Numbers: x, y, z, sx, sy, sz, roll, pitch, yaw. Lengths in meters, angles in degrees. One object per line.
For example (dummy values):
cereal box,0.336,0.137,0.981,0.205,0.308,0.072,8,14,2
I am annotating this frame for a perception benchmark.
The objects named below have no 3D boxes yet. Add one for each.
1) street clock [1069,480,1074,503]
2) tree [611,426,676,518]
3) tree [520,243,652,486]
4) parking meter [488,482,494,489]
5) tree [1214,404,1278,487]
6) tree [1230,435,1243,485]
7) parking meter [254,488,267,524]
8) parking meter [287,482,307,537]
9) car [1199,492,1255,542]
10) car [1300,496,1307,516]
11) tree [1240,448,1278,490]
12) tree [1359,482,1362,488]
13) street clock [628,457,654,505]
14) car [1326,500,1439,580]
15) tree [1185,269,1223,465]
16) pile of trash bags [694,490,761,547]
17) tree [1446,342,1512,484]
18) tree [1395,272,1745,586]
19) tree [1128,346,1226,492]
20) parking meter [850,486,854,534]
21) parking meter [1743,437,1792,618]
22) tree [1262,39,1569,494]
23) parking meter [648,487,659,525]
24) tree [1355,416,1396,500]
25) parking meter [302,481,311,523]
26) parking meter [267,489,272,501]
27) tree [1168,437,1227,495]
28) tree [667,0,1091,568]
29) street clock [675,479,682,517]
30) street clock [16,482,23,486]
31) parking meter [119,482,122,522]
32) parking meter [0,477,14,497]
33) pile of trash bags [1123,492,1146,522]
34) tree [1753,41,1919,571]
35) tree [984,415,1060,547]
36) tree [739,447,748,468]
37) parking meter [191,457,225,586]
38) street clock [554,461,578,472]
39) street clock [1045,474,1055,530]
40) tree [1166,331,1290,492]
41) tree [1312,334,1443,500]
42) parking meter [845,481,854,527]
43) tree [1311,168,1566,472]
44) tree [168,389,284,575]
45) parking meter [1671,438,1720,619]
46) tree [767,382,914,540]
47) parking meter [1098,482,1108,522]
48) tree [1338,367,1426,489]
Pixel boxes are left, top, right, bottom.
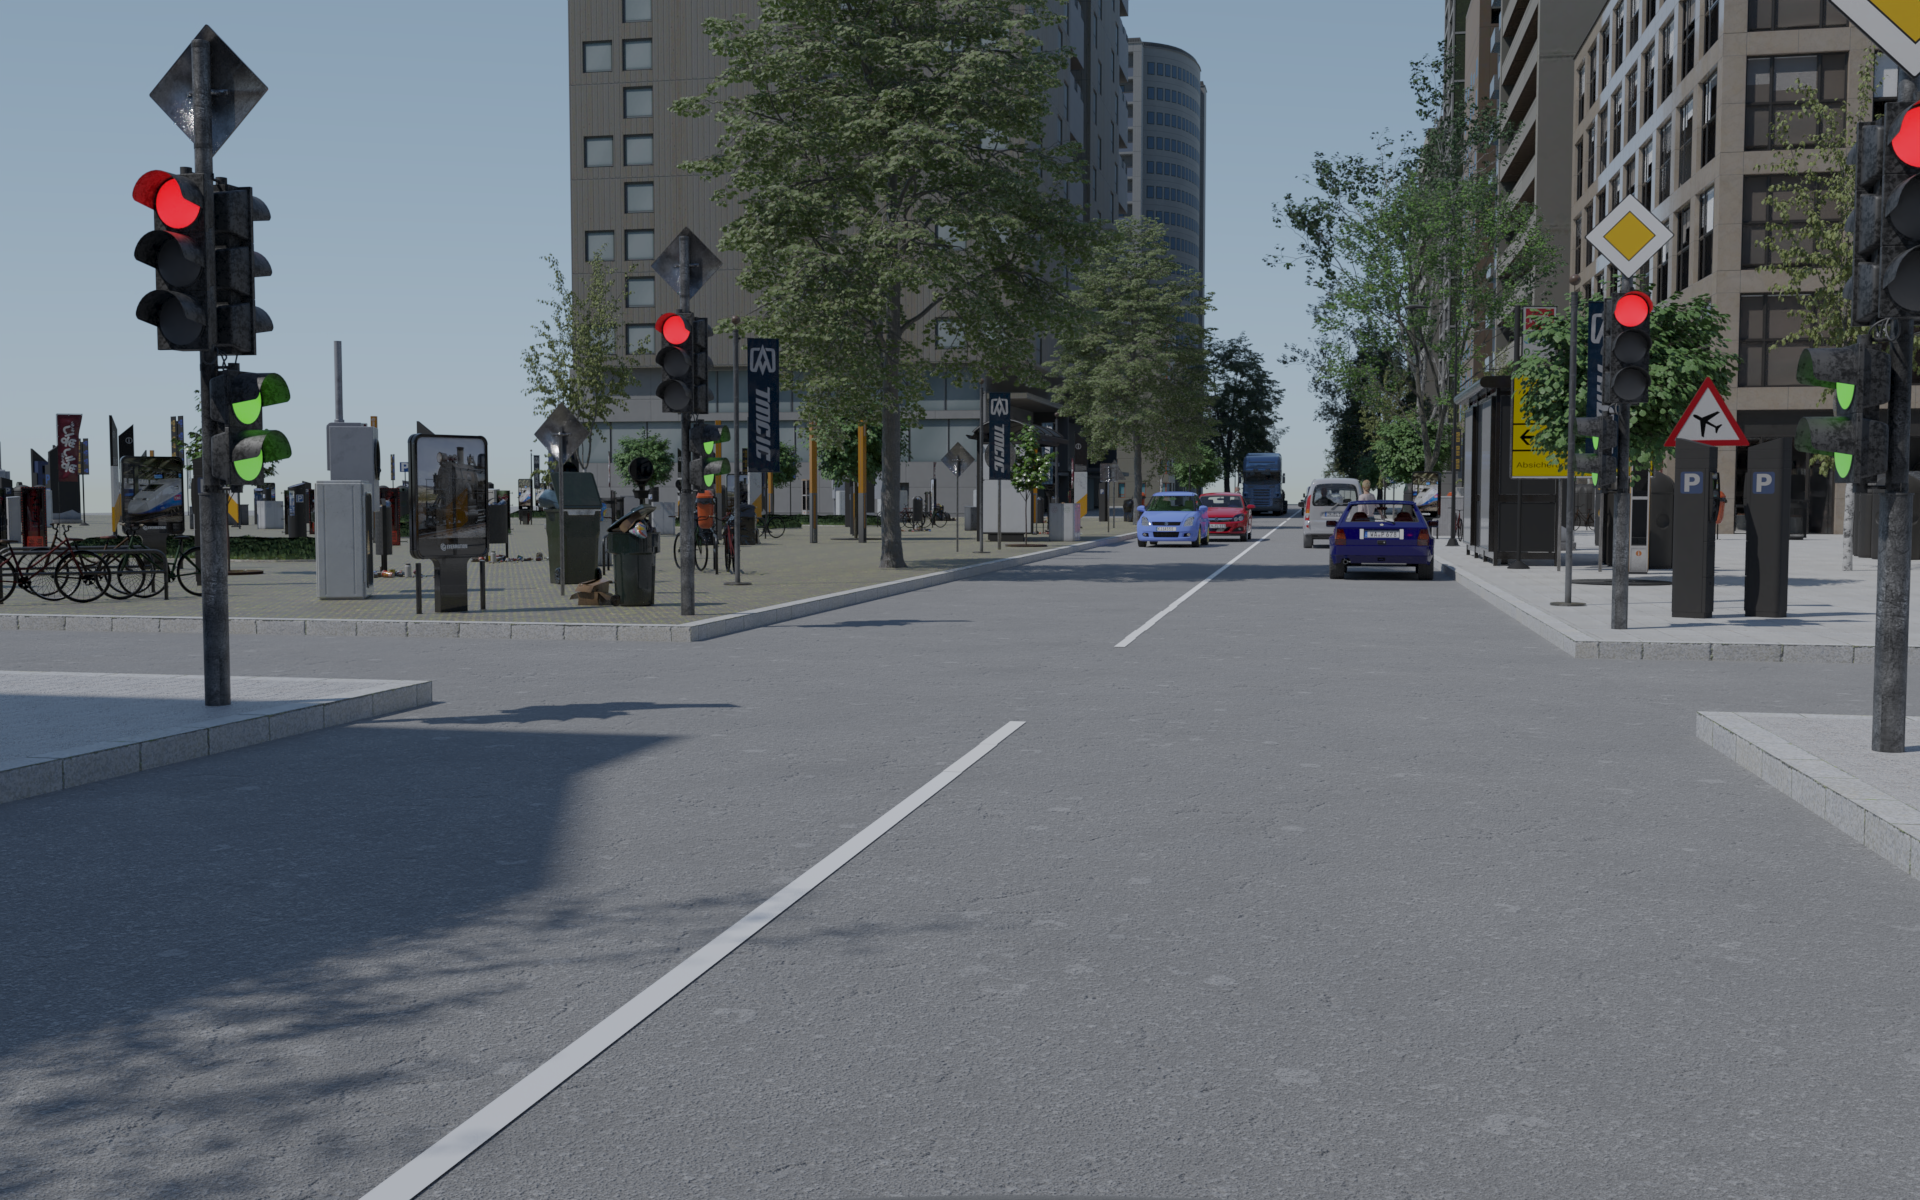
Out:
street clock,6.024,-5.356,92.133,0.358,2.002,0.471,-2,4,-35
tree,-15.206,-6.104,83.520,4.285,4.588,4.351,0,3,0
tree,-11.195,-6.179,51.384,4.737,8.622,4.395,0,3,0
parking meter,-22.692,-4.770,83.700,0.255,1.863,0.399,-3,5,-40
tree,27.254,-14.287,168.008,7.601,10.594,8.767,0,4,1
tree,30.174,-14.270,183.675,4.737,8.622,4.395,0,3,0
parking meter,-29.665,-3.967,73.263,0.372,1.533,0.369,0,3,0
parking meter,-14.314,-1.774,37.413,0.372,1.533,0.369,0,3,0
car,8.065,-2.723,53.561,2.155,1.783,4.494,1,4,12
car,23.889,-6.383,116.158,2.131,1.459,4.920,1,4,13
tree,34.415,-15.472,203.334,4.360,8.622,3.978,0,3,0
tree,40.207,-11.039,175.085,1.663,3.219,1.824,0,3,0
street clock,-6.244,-1.797,33.948,0.471,2.002,0.358,-1,4,-15
car,7.383,-1.085,30.325,1.945,1.354,3.894,1,4,14
tree,6.942,-9.373,71.376,7.486,12.596,7.792,0,3,0
pile of trash bags,-6.064,-2.054,43.340,1.912,1.369,3.447,0,4,2
tree,25.885,-8.206,84.530,4.737,8.622,4.395,0,3,0
tree,9.399,-2.506,24.694,4.285,4.588,4.351,0,3,0
tree,10.283,-8.372,87.242,4.360,8.622,3.978,0,3,0
parking meter,-3.318,-2.858,55.135,0.372,1.533,0.369,0,3,0
parking meter,8.415,-0.756,18.071,0.255,1.863,0.399,-3,5,-41
tree,19.574,-13.416,75.237,12.611,20.169,13.585,0,3,0
parking meter,-10.701,-3.187,60.512,0.372,1.533,0.369,0,3,0
tree,16.787,-4.921,64.177,4.285,4.588,4.351,0,3,0
parking meter,-28.535,-4.284,75.749,0.399,1.863,0.255,-1,4,-13
parking meter,-31.838,-4.355,79.622,0.372,1.533,0.369,0,3,0
tree,13.499,-7.059,99.136,4.285,4.588,4.351,0,3,0
tree,-1.023,-6.811,29.494,7.486,12.596,7.792,0,3,0
street clock,-13.819,-4.958,85.633,0.471,2.002,0.358,2,4,33
street clock,-55.275,-5.949,101.834,0.471,2.002,0.358,3,5,44
parking meter,-37.929,-4.439,78.284,0.399,1.863,0.255,1,4,16
parking meter,-32.822,-3.300,59.672,0.399,1.863,0.255,-3,5,-41
pile of trash bags,8.503,-4.319,80.361,1.912,1.369,3.447,0,3,0
tree,15.046,-4.791,28.701,4.737,8.622,4.395,0,3,0
tree,1.695,-2.905,42.101,1.663,3.219,1.824,0,3,0
tree,-9.904,-6.554,90.874,4.285,4.588,4.351,0,3,0
parking meter,-10.540,-1.137,24.298,0.399,1.863,0.255,0,4,-6
street clock,-8.736,-2.073,38.472,0.471,2.002,0.358,-2,4,-31
street clock,3.238,-3.516,62.050,0.471,2.002,0.358,1,4,18
tree,20.672,-13.930,134.413,9.857,13.997,8.962,0,3,0
tree,30.203,-12.680,124.320,9.611,12.733,9.660,0,3,0
parking meter,-4.290,-3.764,67.257,0.255,1.863,0.399,1,4,19
tree,14.868,-7.861,54.283,9.928,11.665,9.643,0,3,0
tree,-11.641,-2.014,27.535,1.663,3.219,1.824,0,3,0
parking meter,7.623,-0.748,17.936,0.399,1.863,0.255,3,5,42
tree,-3.021,-3.975,48.699,4.285,4.588,4.351,0,3,0
parking meter,6.666,-4.580,80.595,0.399,1.863,0.255,3,5,40
tree,24.903,-9.183,100.506,4.737,8.622,4.395,0,3,0
